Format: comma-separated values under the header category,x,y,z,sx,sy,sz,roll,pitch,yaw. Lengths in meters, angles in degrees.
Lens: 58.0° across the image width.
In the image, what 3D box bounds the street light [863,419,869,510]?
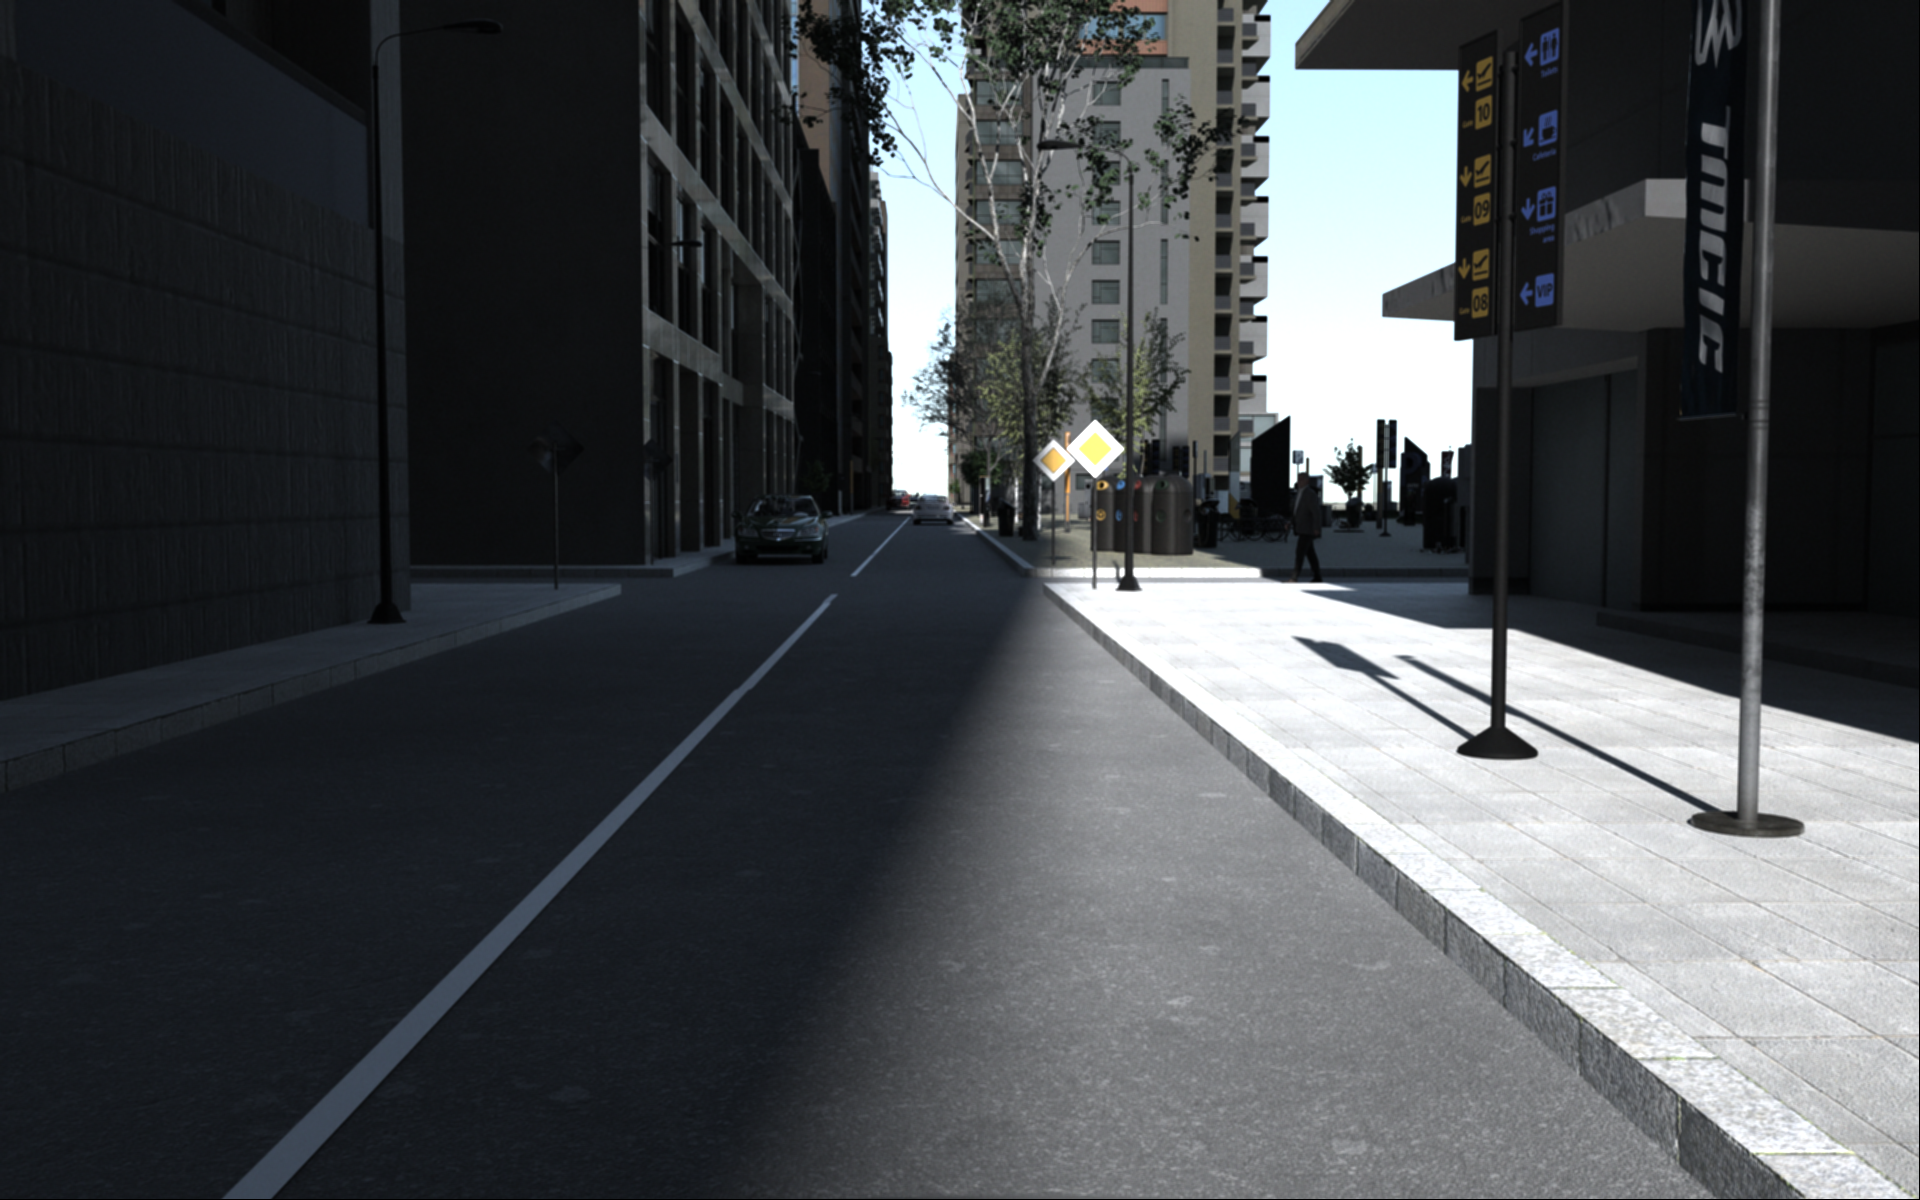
category,x,y,z,sx,sy,sz,roll,pitch,yaw
street light,-6.559,-8.260,107.594,1.470,5.913,1.316,0,4,-1

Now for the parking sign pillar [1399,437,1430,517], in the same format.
category,x,y,z,sx,sy,sz,roll,pitch,yaw
parking sign pillar,21.107,-5.636,80.614,1.447,3.967,1.447,-2,4,-34

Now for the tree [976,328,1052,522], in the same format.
category,x,y,z,sx,sy,sz,roll,pitch,yaw
tree,2.774,-7.808,78.026,4.737,8.622,4.395,0,3,0

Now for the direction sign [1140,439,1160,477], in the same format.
category,x,y,z,sx,sy,sz,roll,pitch,yaw
direction sign,7.891,-4.892,71.984,0.876,3.537,0.379,2,4,35

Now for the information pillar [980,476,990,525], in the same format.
category,x,y,z,sx,sy,sz,roll,pitch,yaw
information pillar,1.017,-4.081,71.224,0.304,2.012,0.304,-3,5,-40

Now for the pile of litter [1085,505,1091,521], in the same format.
category,x,y,z,sx,sy,sz,roll,pitch,yaw
pile of litter,6.678,-4.234,83.198,1.176,0.858,1.719,-1,4,-17

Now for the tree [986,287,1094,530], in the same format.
category,x,y,z,sx,sy,sz,roll,pitch,yaw
tree,2.836,-6.847,62.315,4.360,8.622,3.978,0,3,0

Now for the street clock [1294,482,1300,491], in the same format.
category,x,y,z,sx,sy,sz,roll,pitch,yaw
street clock,20.758,-6.237,106.548,0.358,2.002,0.471,3,5,43

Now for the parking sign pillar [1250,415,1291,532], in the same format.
category,x,y,z,sx,sy,sz,roll,pitch,yaw
parking sign pillar,10.579,-4.320,59.102,1.447,3.967,1.447,0,4,3

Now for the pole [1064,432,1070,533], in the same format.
category,x,y,z,sx,sy,sz,roll,pitch,yaw
pole,3.540,-3.870,57.114,0.158,3.312,0.155,0,3,0

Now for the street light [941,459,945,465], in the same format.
category,x,y,z,sx,sy,sz,roll,pitch,yaw
street light,-0.981,-12.856,182.735,1.470,5.913,1.316,0,4,-1

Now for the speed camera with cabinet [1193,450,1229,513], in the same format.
category,x,y,z,sx,sy,sz,roll,pitch,yaw
speed camera with cabinet,11.498,-5.171,78.884,2.038,3.252,0.660,-3,5,-39

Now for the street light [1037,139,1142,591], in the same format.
category,x,y,z,sx,sy,sz,roll,pitch,yaw
street light,1.706,-3.078,22.872,1.470,5.913,1.316,0,4,-1

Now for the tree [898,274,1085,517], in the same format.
category,x,y,z,sx,sy,sz,roll,pitch,yaw
tree,1.710,-11.368,96.231,12.009,13.543,11.850,0,3,0

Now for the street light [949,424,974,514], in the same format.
category,x,y,z,sx,sy,sz,roll,pitch,yaw
street light,0.200,-8.644,113.867,1.470,5.913,1.316,0,4,-1

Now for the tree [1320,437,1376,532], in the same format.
category,x,y,z,sx,sy,sz,roll,pitch,yaw
tree,13.284,-3.911,58.544,1.663,3.219,1.824,0,3,0

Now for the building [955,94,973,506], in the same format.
category,x,y,z,sx,sy,sz,roll,pitch,yaw
building,10.228,-35.330,201.353,21.300,48.544,21.600,0,4,-1

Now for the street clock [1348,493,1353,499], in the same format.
category,x,y,z,sx,sy,sz,roll,pitch,yaw
street clock,22.975,-5.958,101.982,0.358,2.002,0.471,3,5,42

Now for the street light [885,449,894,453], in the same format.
category,x,y,z,sx,sy,sz,roll,pitch,yaw
street light,-7.746,-12.536,177.496,1.470,5.913,1.316,0,4,-1

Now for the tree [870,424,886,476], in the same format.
category,x,y,z,sx,sy,sz,roll,pitch,yaw
tree,-9.677,-14.189,182.344,4.737,8.622,4.395,0,3,0

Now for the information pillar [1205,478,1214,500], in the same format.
category,x,y,z,sx,sy,sz,roll,pitch,yaw
information pillar,11.124,-4.446,77.180,0.304,2.012,0.304,-3,5,-39

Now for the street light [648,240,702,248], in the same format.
category,x,y,z,sx,sy,sz,roll,pitch,yaw
street light,-5.406,-3.624,31.789,1.470,5.913,1.316,0,4,-1

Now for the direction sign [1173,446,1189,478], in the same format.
category,x,y,z,sx,sy,sz,roll,pitch,yaw
direction sign,10.462,-5.512,82.120,0.876,3.537,0.379,3,4,37

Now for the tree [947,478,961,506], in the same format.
category,x,y,z,sx,sy,sz,roll,pitch,yaw
tree,-0.358,-11.970,190.317,1.663,3.219,1.824,0,3,0

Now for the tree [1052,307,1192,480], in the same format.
category,x,y,z,sx,sy,sz,roll,pitch,yaw
tree,6.846,-7.176,67.692,4.737,8.622,4.395,0,3,0

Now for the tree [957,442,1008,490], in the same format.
category,x,y,z,sx,sy,sz,roll,pitch,yaw
tree,1.466,-7.713,109.824,4.285,4.588,4.351,0,3,0

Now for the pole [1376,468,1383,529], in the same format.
category,x,y,z,sx,sy,sz,roll,pitch,yaw
pole,15.579,-4.306,64.244,0.158,3.312,0.155,0,3,0

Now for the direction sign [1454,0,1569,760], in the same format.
category,x,y,z,sx,sy,sz,roll,pitch,yaw
direction sign,2.651,-1.005,8.436,0.379,3.537,0.876,-1,4,-16

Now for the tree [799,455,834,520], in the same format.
category,x,y,z,sx,sy,sz,roll,pitch,yaw
tree,-6.935,-5.523,84.907,1.663,3.219,1.824,0,3,0

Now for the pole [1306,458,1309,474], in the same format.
category,x,y,z,sx,sy,sz,roll,pitch,yaw
pole,19.368,-6.283,96.577,0.158,3.312,0.155,0,3,0

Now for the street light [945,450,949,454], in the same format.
category,x,y,z,sx,sy,sz,roll,pitch,yaw
street light,-0.292,-10.742,148.174,1.470,5.913,1.316,0,4,-1

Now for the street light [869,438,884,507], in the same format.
category,x,y,z,sx,sy,sz,roll,pitch,yaw
street light,-7.233,-10.417,142.854,1.470,5.913,1.316,0,4,-1

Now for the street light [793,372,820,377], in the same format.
category,x,y,z,sx,sy,sz,roll,pitch,yaw
street light,-6.028,-5.730,66.219,1.470,5.913,1.316,0,4,-1

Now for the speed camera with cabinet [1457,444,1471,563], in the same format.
category,x,y,z,sx,sy,sz,roll,pitch,yaw
speed camera with cabinet,10.145,-2.279,31.592,2.038,3.252,0.660,3,5,43

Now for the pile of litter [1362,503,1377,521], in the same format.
category,x,y,z,sx,sy,sz,roll,pitch,yaw
pile of litter,19.349,-4.201,82.650,1.719,0.858,1.176,0,4,0

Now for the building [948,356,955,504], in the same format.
category,x,y,z,sx,sy,sz,roll,pitch,yaw
building,12.325,-23.401,227.641,27.650,21.520,28.899,0,4,-1

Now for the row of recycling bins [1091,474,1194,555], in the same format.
category,x,y,z,sx,sy,sz,roll,pitch,yaw
row of recycling bins,3.967,-1.877,37.810,1.069,1.692,3.534,-2,4,-24

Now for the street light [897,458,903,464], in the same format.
category,x,y,z,sx,sy,sz,roll,pitch,yaw
street light,-8.493,-15.469,225.458,1.470,5.913,1.316,0,4,-1

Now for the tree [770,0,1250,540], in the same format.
category,x,y,z,sx,sy,sz,roll,pitch,yaw
tree,1.186,-11.645,46.291,12.611,20.169,13.585,0,3,0

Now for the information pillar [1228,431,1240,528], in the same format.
category,x,y,z,sx,sy,sz,roll,pitch,yaw
information pillar,10.128,-4.435,63.872,0.504,3.616,0.183,-2,4,-31

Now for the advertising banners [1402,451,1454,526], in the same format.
category,x,y,z,sx,sy,sz,roll,pitch,yaw
advertising banners,18.998,-4.532,70.293,2.074,3.025,0.090,0,4,2

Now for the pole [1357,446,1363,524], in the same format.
category,x,y,z,sx,sy,sz,roll,pitch,yaw
pole,16.975,-4.874,73.533,0.158,3.312,0.155,0,3,0

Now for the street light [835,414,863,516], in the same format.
category,x,y,z,sx,sy,sz,roll,pitch,yaw
street light,-6.572,-7.828,100.526,1.470,5.913,1.316,0,4,-1

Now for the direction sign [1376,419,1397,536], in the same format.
category,x,y,z,sx,sy,sz,roll,pitch,yaw
direction sign,12.935,-3.705,52.567,0.876,3.537,0.379,-2,4,-35

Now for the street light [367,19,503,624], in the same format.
category,x,y,z,sx,sy,sz,roll,pitch,yaw
street light,-5.177,-2.725,17.099,1.470,5.913,1.316,0,4,-1

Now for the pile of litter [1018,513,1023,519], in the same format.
category,x,y,z,sx,sy,sz,roll,pitch,yaw
pile of litter,3.343,-4.605,89.255,1.719,0.858,1.176,-2,4,-34

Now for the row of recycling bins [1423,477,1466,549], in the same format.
category,x,y,z,sx,sy,sz,roll,pitch,yaw
row of recycling bins,12.251,-2.129,41.918,1.069,1.692,3.534,3,4,38

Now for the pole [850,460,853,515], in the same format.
category,x,y,z,sx,sy,sz,roll,pitch,yaw
pole,-6.572,-6.794,104.922,0.158,3.312,0.155,0,3,0
